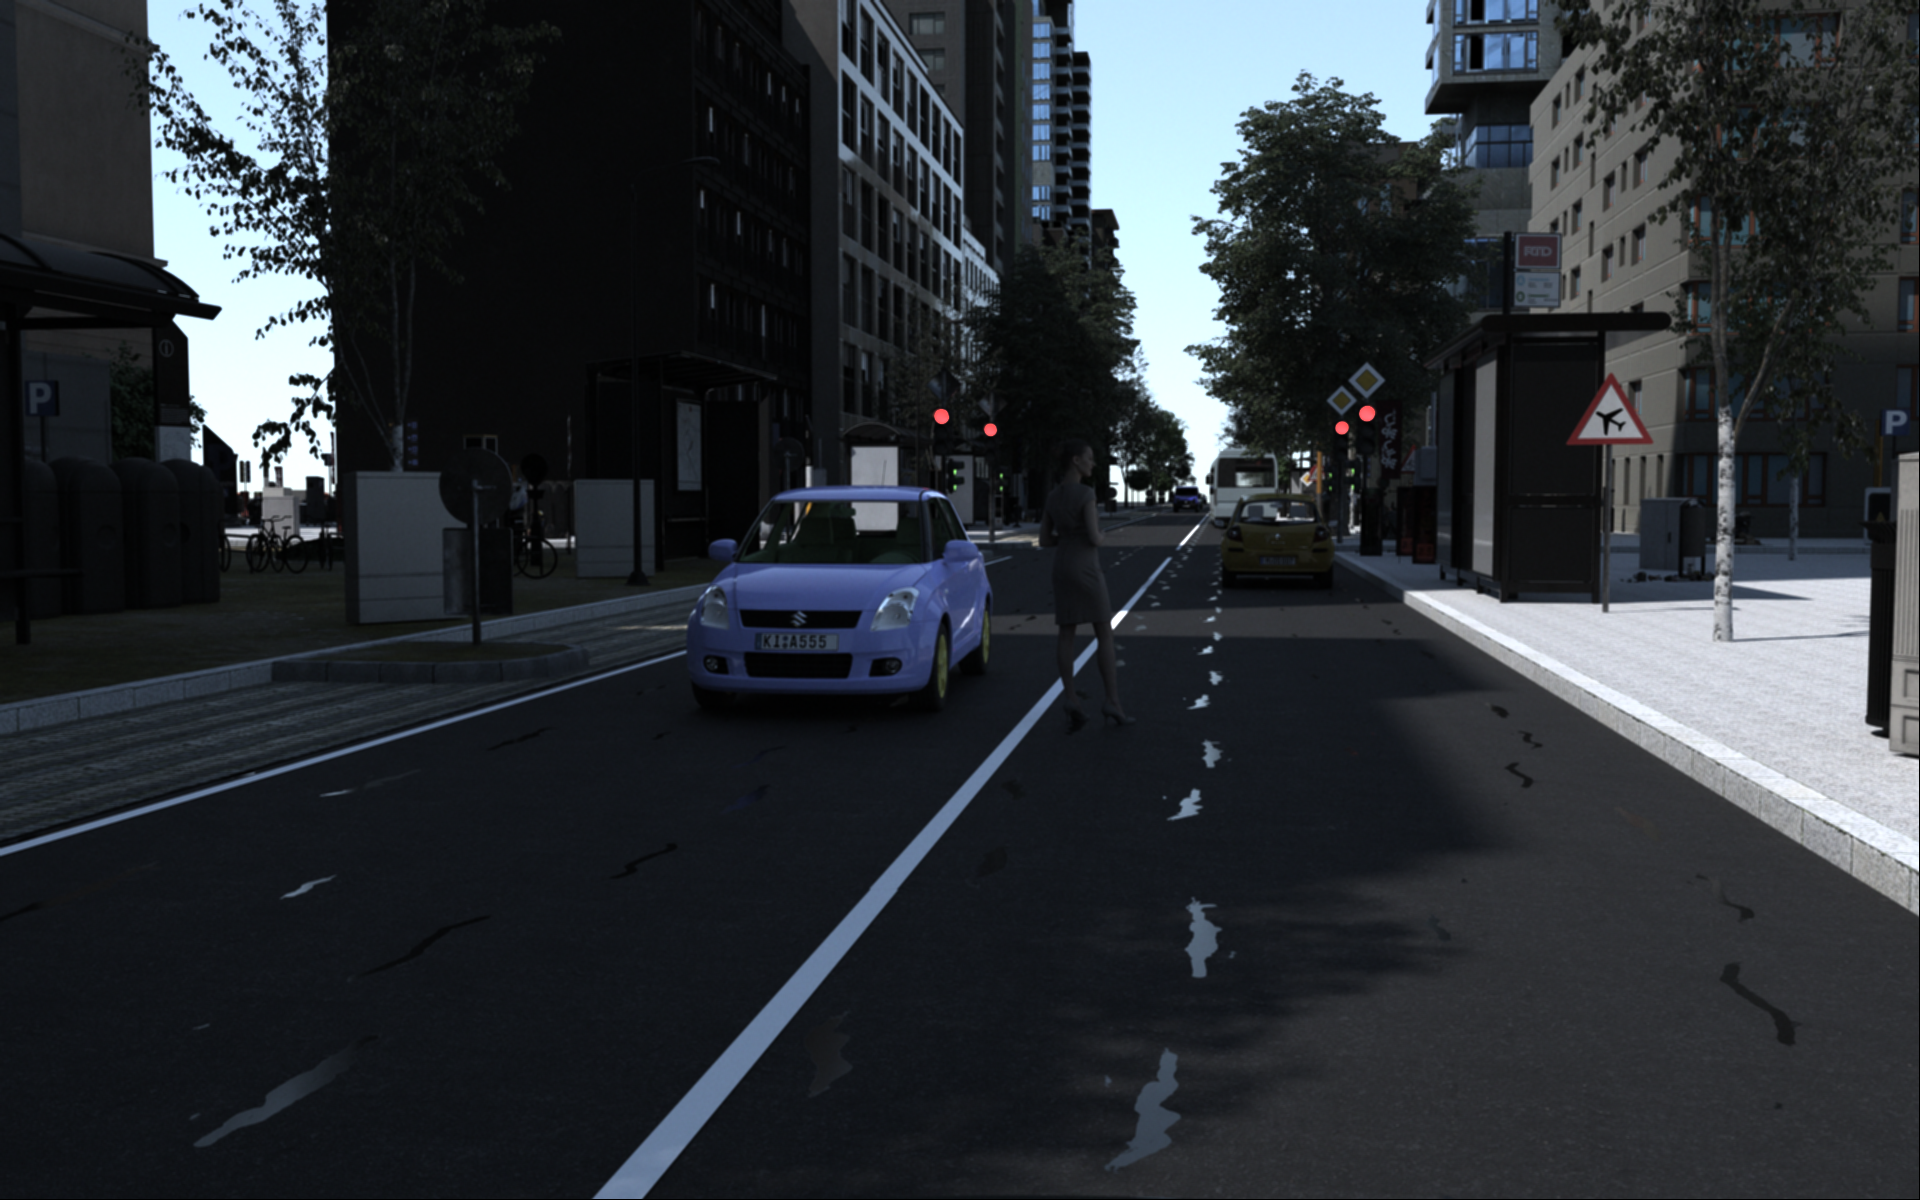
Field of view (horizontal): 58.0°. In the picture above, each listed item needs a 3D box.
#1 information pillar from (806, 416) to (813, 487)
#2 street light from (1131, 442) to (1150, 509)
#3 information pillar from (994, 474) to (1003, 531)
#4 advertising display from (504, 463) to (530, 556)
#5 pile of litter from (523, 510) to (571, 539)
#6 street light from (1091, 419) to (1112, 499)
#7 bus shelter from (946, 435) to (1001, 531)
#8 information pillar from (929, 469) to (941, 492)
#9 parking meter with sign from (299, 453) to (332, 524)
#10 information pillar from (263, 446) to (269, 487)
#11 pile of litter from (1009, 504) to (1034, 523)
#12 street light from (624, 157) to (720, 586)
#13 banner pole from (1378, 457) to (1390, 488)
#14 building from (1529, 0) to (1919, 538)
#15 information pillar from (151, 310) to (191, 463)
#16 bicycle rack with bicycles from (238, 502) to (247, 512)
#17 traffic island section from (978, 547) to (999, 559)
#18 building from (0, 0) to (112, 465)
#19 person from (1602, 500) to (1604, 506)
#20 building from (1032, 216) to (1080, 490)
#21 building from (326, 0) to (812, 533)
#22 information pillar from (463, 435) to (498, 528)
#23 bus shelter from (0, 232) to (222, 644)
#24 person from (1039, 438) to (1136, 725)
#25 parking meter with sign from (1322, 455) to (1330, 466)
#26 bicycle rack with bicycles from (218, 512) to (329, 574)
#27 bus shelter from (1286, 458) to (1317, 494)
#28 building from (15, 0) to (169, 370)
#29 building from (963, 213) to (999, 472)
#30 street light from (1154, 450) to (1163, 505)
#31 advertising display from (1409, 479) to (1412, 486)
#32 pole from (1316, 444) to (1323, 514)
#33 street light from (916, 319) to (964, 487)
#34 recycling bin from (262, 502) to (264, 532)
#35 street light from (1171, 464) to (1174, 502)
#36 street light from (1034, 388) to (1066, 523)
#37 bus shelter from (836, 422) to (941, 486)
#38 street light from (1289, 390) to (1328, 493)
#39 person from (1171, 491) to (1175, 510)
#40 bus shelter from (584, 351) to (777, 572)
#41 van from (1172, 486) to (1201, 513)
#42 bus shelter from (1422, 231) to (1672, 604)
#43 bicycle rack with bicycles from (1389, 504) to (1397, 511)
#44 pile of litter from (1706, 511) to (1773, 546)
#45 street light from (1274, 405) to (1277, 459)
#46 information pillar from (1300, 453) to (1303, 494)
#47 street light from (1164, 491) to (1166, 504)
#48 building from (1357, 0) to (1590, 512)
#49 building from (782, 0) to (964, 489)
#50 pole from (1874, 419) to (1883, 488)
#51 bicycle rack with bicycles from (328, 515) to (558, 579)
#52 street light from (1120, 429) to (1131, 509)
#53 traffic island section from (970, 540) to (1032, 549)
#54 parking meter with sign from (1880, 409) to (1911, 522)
[{"bbox_3d":[-4.488,-3.685,51.608,0.183,3.616,0.504,-1,4,-21],"label":"information pillar"},{"bbox_3d":[15.730,-10.995,152.307,1.470,5.913,1.316,1,4,9],"label":"street light"},{"bbox_3d":[1.339,-3.437,60.691,0.304,2.012,0.304,0,4,-2],"label":"information pillar"},{"bbox_3d":[-9.231,-1.887,36.061,0.123,1.923,0.974,1,4,11],"label":"advertising display"},{"bbox_3d":[-12.015,-2.182,49.634,1.719,0.858,1.176,1,4,22],"label":"pile of litter"},{"bbox_3d":[8.462,-8.141,105.649,1.470,5.913,1.316,1,4,9],"label":"street light"},{"bbox_3d":[0.122,-4.199,62.573,2.014,3.302,5.546,1,4,9],"label":"bus shelter"},{"bbox_3d":[-0.717,-2.887,51.698,0.304,2.012,0.304,3,5,41],"label":"information pillar"},{"bbox_3d":[-27.704,-4.782,74.453,1.738,3.016,0.543,2,4,24],"label":"parking meter with sign"},{"bbox_3d":[-34.146,-5.742,85.240,0.183,3.616,0.504,0,4,1],"label":"information pillar"},{"bbox_3d":[2.866,-3.953,78.593,1.719,0.858,1.176,-3,5,-43],"label":"pile of litter"},{"bbox_3d":[-4.002,-3.154,24.114,1.470,5.913,1.316,1,4,9],"label":"street light"},{"bbox_3d":[19.158,-5.412,78.504,0.401,3.779,0.863,-3,4,-37],"label":"banner pole"},{"bbox_3d":[37.532,-13.245,61.592,28.899,21.520,27.650,1,4,9],"label":"building"},{"bbox_3d":[-9.683,-1.831,21.291,0.183,3.616,0.504,2,4,24],"label":"information pillar"},{"bbox_3d":[-33.950,-4.051,79.612,2.852,0.926,2.925,-1,4,-18],"label":"bicycle rack with bicycles"},{"bbox_3d":[-0.379,-0.985,38.389,2.009,0.180,2.903,1,4,9],"label":"traffic island section"},{"bbox_3d":[-27.214,-35.646,21.067,20.611,71.187,20.563,1,4,9],"label":"building"},{"bbox_3d":[15.222,-2.021,41.725,0.537,1.800,0.526,1,4,14],"label":"person"},{"bbox_3d":[4.960,-25.125,182.493,14.160,30.474,14.107,1,4,9],"label":"building"},{"bbox_3d":[-13.325,-14.301,63.494,12.332,23.373,15.834,1,4,9],"label":"building"},{"bbox_3d":[-5.979,-1.049,21.646,0.304,2.012,0.304,1,4,18],"label":"information pillar"},{"bbox_3d":[-7.680,-1.117,12.188,2.014,3.302,5.546,1,4,9],"label":"bus shelter"},{"bbox_3d":[0.793,-0.125,10.886,0.374,1.781,0.599,-3,5,-40],"label":"person"},{"bbox_3d":[16.891,-4.968,77.481,0.543,3.016,1.738,-2,4,-33],"label":"parking meter with sign"},{"bbox_3d":[-11.256,-0.950,28.916,2.852,0.926,2.925,-3,4,-36],"label":"bicycle rack with bicycles"},{"bbox_3d":[19.789,-6.454,99.439,2.014,3.302,5.546,1,4,9],"label":"bus shelter"},{"bbox_3d":[-43.729,-17.168,66.599,20.117,28.700,13.634,1,4,9],"label":"building"},{"bbox_3d":[-3.648,-15.843,113.787,10.420,20.320,16.860,1,4,9],"label":"building"},{"bbox_3d":[20.296,-12.811,181.998,1.470,5.913,1.316,1,4,9],"label":"street light"},{"bbox_3d":[19.235,-4.138,72.862,0.123,1.923,0.974,-2,4,-24],"label":"advertising display"},{"bbox_3d":[13.773,-4.436,66.364,0.158,3.312,0.155,0,3,0],"label":"pole"},{"bbox_3d":[-0.591,-4.509,46.255,1.470,5.913,1.316,1,4,9],"label":"street light"},{"bbox_3d":[-23.163,-2.820,58.662,0.722,1.027,0.722,0,4,-7],"label":"recycling bin"},{"bbox_3d":[28.199,-15.980,233.807,1.470,5.913,1.316,1,4,9],"label":"street light"},{"bbox_3d":[3.934,-6.325,75.952,1.470,5.913,1.316,1,4,9],"label":"street light"},{"bbox_3d":[-2.069,-3.512,51.352,2.014,3.302,5.546,1,4,9],"label":"bus shelter"},{"bbox_3d":[12.031,-5.316,59.462,1.470,5.913,1.316,1,4,9],"label":"street light"},{"bbox_3d":[18.867,-8.800,153.323,0.756,1.711,0.436,-3,4,-36],"label":"person"},{"bbox_3d":[-4.951,-2.469,31.645,1.731,3.624,6.357,1,4,9],"label":"bus shelter"},{"bbox_3d":[17.583,-7.941,134.223,2.240,2.365,5.245,1,4,9],"label":"van"},{"bbox_3d":[7.781,-2.856,24.321,2.179,5.291,8.768,1,4,9],"label":"bus shelter"},{"bbox_3d":[15.955,-2.982,62.130,2.852,0.926,2.925,-3,5,-41],"label":"bicycle rack with bicycles"},{"bbox_3d":[19.595,-1.817,43.668,1.176,0.858,1.719,-1,4,-20],"label":"pile of litter"},{"bbox_3d":[16.478,-7.134,89.189,1.470,5.913,1.316,1,4,9],"label":"street light"},{"bbox_3d":[18.063,-6.139,91.732,0.183,3.616,0.504,1,4,17],"label":"information pillar"},{"bbox_3d":[23.544,-14.164,204.130,1.470,5.913,1.316,1,4,9],"label":"street light"},{"bbox_3d":[35.850,-48.117,99.376,22.319,86.520,31.000,1,4,9],"label":"building"},{"bbox_3d":[-11.886,-17.406,89.104,19.350,26.468,34.151,1,4,9],"label":"building"},{"bbox_3d":[25.107,-3.274,47.375,0.158,3.312,0.155,0,3,0],"label":"pole"},{"bbox_3d":[-7.498,-0.800,26.470,2.925,0.926,2.852,1,4,11],"label":"bicycle rack with bicycles"},{"bbox_3d":[11.048,-9.137,121.926,1.470,5.913,1.316,1,4,9],"label":"street light"},{"bbox_3d":[0.831,-1.468,46.283,2.009,0.180,2.903,1,4,9],"label":"traffic island section"},{"bbox_3d":[18.980,-2.355,34.770,0.543,3.016,1.738,1,4,13],"label":"parking meter with sign"}]
